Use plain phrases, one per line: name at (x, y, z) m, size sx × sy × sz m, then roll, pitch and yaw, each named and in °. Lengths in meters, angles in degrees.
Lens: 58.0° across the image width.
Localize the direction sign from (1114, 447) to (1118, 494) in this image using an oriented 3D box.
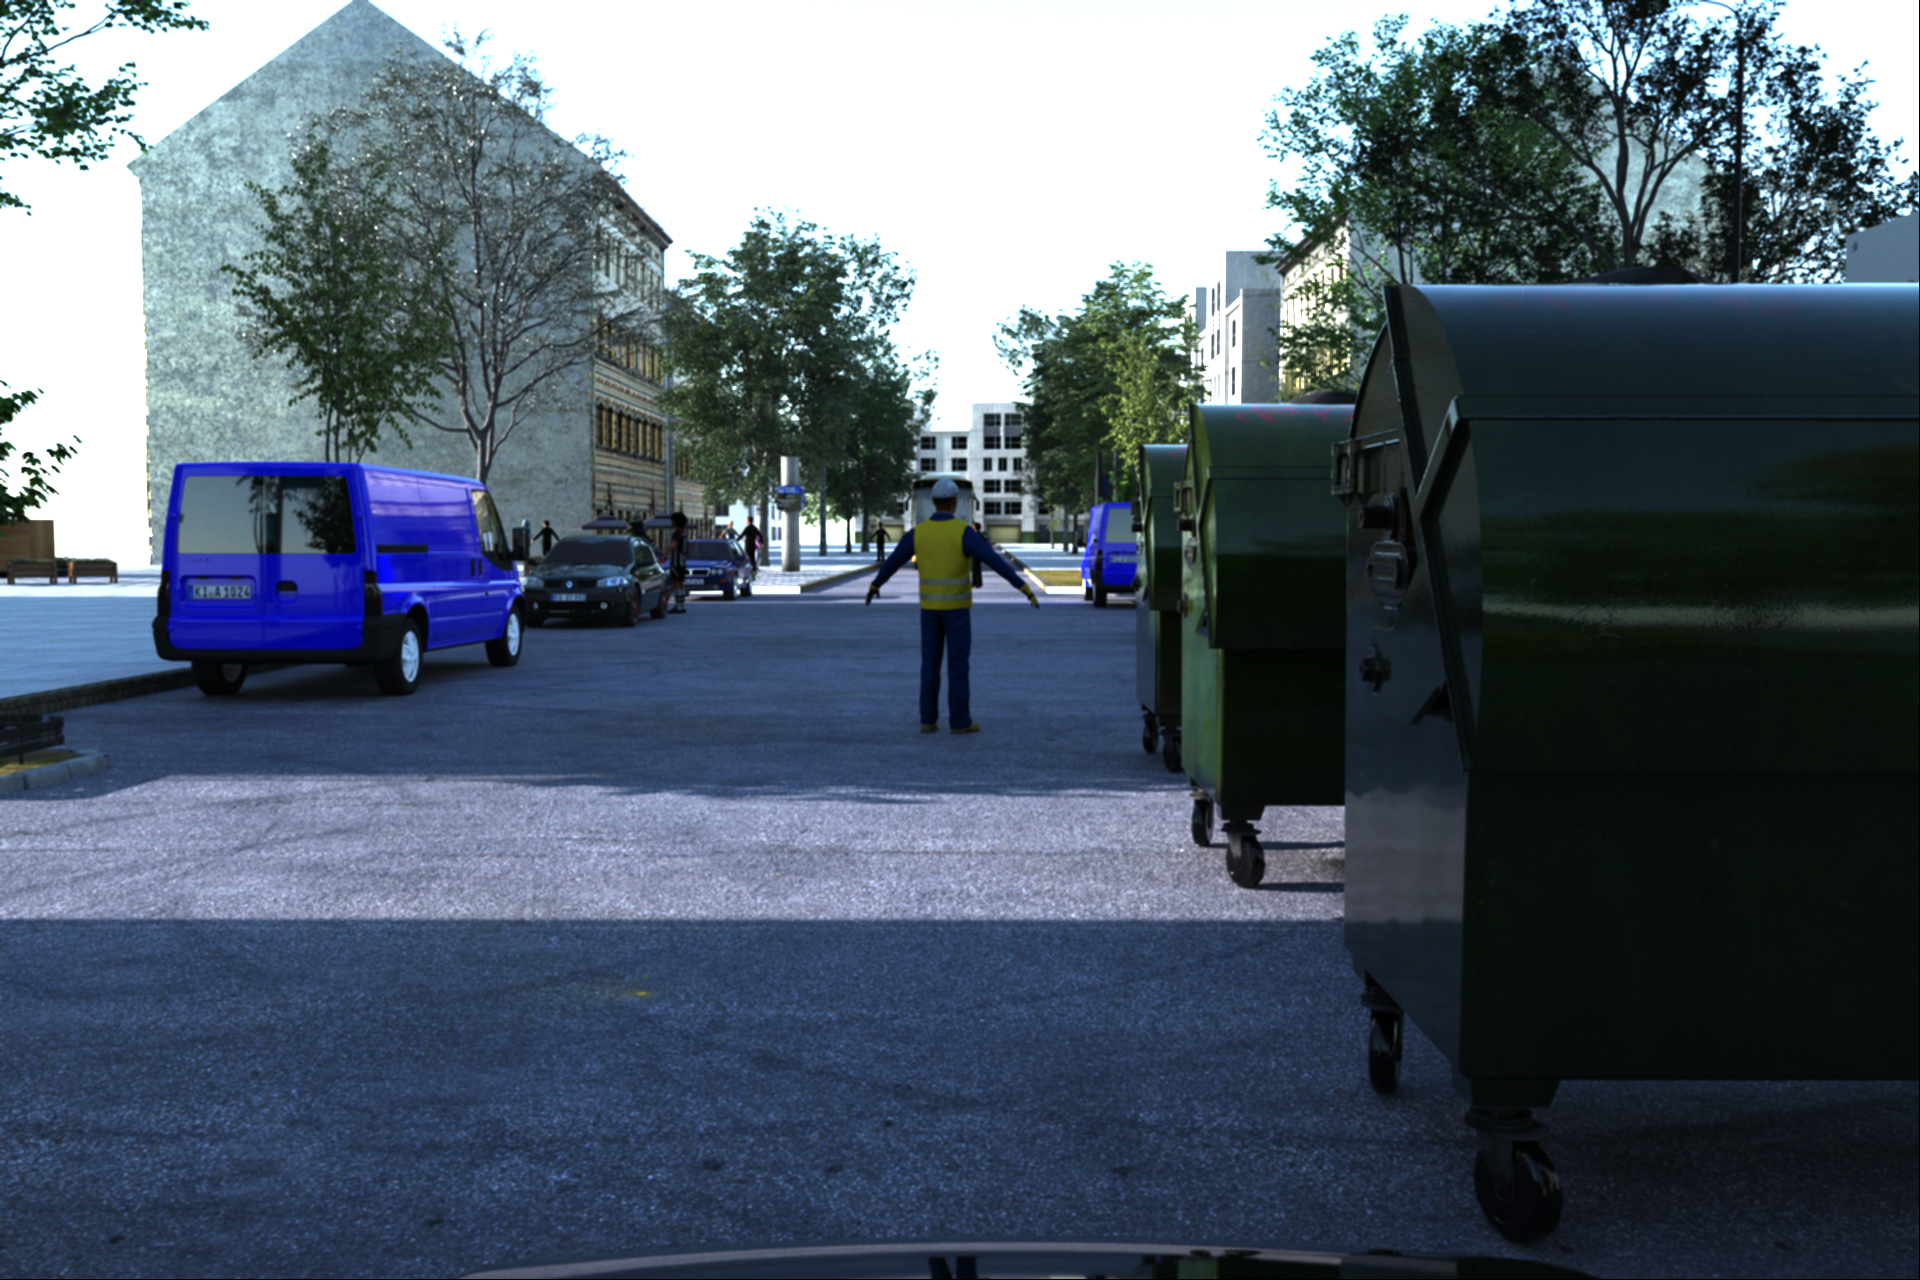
direction sign at (4.106, -3.288, 45.753) m, size 0.379 × 3.537 × 0.876 m, roll 0°, pitch 4°, yaw 0°

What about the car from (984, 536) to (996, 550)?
car at (0.905, -4.790, 90.899) m, size 1.945 × 1.354 × 3.894 m, roll 0°, pitch 4°, yaw 0°

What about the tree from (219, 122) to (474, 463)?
tree at (-11.312, -5.000, 32.111) m, size 4.737 × 8.622 × 4.395 m, roll 0°, pitch 3°, yaw 0°

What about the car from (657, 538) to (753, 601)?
car at (-5.669, -1.589, 38.558) m, size 1.945 × 1.354 × 3.894 m, roll 0°, pitch 4°, yaw 1°

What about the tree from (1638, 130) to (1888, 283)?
tree at (24.144, -8.647, 51.742) m, size 12.009 × 13.543 × 11.850 m, roll 0°, pitch 3°, yaw 0°

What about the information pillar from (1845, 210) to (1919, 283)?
information pillar at (7.038, -1.321, 12.914) m, size 0.184 × 3.620 × 1.656 m, roll 0°, pitch 4°, yaw 1°

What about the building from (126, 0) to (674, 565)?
building at (-24.434, -15.250, 80.260) m, size 19.493 × 23.208 × 18.063 m, roll 0°, pitch 3°, yaw 0°

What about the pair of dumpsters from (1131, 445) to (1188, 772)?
pair of dumpsters at (3.291, -0.363, 10.890) m, size 4.436 × 2.255 × 1.574 m, roll 0°, pitch 4°, yaw 0°

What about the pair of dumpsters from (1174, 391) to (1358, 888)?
pair of dumpsters at (3.156, -0.156, 7.495) m, size 4.436 × 2.255 × 1.574 m, roll 0°, pitch 3°, yaw 0°

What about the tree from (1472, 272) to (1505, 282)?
tree at (15.051, -6.025, 48.871) m, size 4.360 × 8.622 × 3.978 m, roll 0°, pitch 3°, yaw 0°

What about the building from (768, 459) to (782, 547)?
building at (-23.985, -15.260, 191.641) m, size 9.099 × 9.664 × 28.070 m, roll 0°, pitch 3°, yaw 0°

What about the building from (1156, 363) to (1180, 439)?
building at (25.538, -20.231, 187.200) m, size 16.016 × 20.090 × 11.380 m, roll 0°, pitch 4°, yaw 1°

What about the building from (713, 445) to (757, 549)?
building at (-22.827, -13.494, 162.776) m, size 9.099 × 9.664 × 28.070 m, roll 0°, pitch 3°, yaw 0°

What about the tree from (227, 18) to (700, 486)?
tree at (-11.457, -8.006, 41.270) m, size 12.009 × 13.543 × 11.850 m, roll 0°, pitch 3°, yaw 0°

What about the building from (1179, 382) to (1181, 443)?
building at (26.933, -19.240, 170.998) m, size 16.016 × 20.090 × 11.380 m, roll 0°, pitch 4°, yaw 1°

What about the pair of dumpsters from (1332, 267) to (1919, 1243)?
pair of dumpsters at (3.132, 0.059, 3.981) m, size 4.436 × 2.255 × 1.574 m, roll 0°, pitch 4°, yaw 0°

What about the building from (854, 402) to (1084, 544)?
building at (2.347, -22.618, 238.712) m, size 31.486 × 18.905 × 16.747 m, roll 0°, pitch 4°, yaw 6°

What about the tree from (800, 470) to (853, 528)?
tree at (-18.187, -19.363, 234.706) m, size 7.486 × 12.596 × 7.792 m, roll 0°, pitch 3°, yaw 0°

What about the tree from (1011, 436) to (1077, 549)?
tree at (8.087, -13.092, 148.474) m, size 8.767 × 10.594 × 7.601 m, roll 1°, pitch 4°, yaw 20°

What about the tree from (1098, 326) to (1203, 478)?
tree at (6.665, -6.779, 61.203) m, size 4.737 × 8.622 × 4.395 m, roll 0°, pitch 3°, yaw 0°

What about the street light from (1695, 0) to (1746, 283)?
street light at (7.156, -2.584, 14.796) m, size 1.470 × 5.913 × 1.316 m, roll 0°, pitch 4°, yaw 0°

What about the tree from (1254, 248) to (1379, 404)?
tree at (9.436, -5.784, 44.927) m, size 4.360 × 8.622 × 3.978 m, roll 0°, pitch 3°, yaw 0°

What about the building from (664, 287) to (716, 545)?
building at (-27.603, -17.658, 119.638) m, size 19.493 × 23.208 × 18.063 m, roll 0°, pitch 4°, yaw 0°

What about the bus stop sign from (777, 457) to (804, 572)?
bus stop sign at (-5.776, -4.286, 59.092) m, size 0.837 × 3.901 × 0.837 m, roll 0°, pitch 4°, yaw 2°

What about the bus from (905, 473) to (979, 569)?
bus at (-0.657, -5.012, 73.497) m, size 2.896 × 3.916 × 12.252 m, roll 0°, pitch 4°, yaw 0°

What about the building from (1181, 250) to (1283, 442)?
building at (24.983, -15.293, 116.506) m, size 16.747 × 18.905 × 31.486 m, roll 0°, pitch 4°, yaw 1°

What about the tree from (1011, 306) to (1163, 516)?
tree at (7.632, -11.620, 96.646) m, size 9.857 × 13.997 × 8.962 m, roll 0°, pitch 3°, yaw 0°

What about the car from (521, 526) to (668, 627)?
car at (-5.858, -1.115, 28.013) m, size 2.009 × 1.686 × 4.222 m, roll 0°, pitch 4°, yaw 0°

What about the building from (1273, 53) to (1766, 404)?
building at (27.202, -15.752, 88.474) m, size 19.493 × 23.208 × 18.063 m, roll 0°, pitch 4°, yaw 1°

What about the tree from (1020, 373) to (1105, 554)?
tree at (7.463, -11.238, 109.495) m, size 9.928 × 11.665 × 9.643 m, roll 0°, pitch 3°, yaw 0°

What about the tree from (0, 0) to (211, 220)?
tree at (-12.135, -5.672, 18.493) m, size 9.928 × 11.665 × 9.643 m, roll 0°, pitch 3°, yaw 0°

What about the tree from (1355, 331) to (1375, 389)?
tree at (14.278, -6.346, 54.117) m, size 4.737 × 8.622 × 4.395 m, roll 0°, pitch 3°, yaw 0°

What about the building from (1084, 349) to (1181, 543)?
building at (28.671, -22.204, 207.014) m, size 27.936 × 21.610 × 32.646 m, roll 0°, pitch 4°, yaw 1°
